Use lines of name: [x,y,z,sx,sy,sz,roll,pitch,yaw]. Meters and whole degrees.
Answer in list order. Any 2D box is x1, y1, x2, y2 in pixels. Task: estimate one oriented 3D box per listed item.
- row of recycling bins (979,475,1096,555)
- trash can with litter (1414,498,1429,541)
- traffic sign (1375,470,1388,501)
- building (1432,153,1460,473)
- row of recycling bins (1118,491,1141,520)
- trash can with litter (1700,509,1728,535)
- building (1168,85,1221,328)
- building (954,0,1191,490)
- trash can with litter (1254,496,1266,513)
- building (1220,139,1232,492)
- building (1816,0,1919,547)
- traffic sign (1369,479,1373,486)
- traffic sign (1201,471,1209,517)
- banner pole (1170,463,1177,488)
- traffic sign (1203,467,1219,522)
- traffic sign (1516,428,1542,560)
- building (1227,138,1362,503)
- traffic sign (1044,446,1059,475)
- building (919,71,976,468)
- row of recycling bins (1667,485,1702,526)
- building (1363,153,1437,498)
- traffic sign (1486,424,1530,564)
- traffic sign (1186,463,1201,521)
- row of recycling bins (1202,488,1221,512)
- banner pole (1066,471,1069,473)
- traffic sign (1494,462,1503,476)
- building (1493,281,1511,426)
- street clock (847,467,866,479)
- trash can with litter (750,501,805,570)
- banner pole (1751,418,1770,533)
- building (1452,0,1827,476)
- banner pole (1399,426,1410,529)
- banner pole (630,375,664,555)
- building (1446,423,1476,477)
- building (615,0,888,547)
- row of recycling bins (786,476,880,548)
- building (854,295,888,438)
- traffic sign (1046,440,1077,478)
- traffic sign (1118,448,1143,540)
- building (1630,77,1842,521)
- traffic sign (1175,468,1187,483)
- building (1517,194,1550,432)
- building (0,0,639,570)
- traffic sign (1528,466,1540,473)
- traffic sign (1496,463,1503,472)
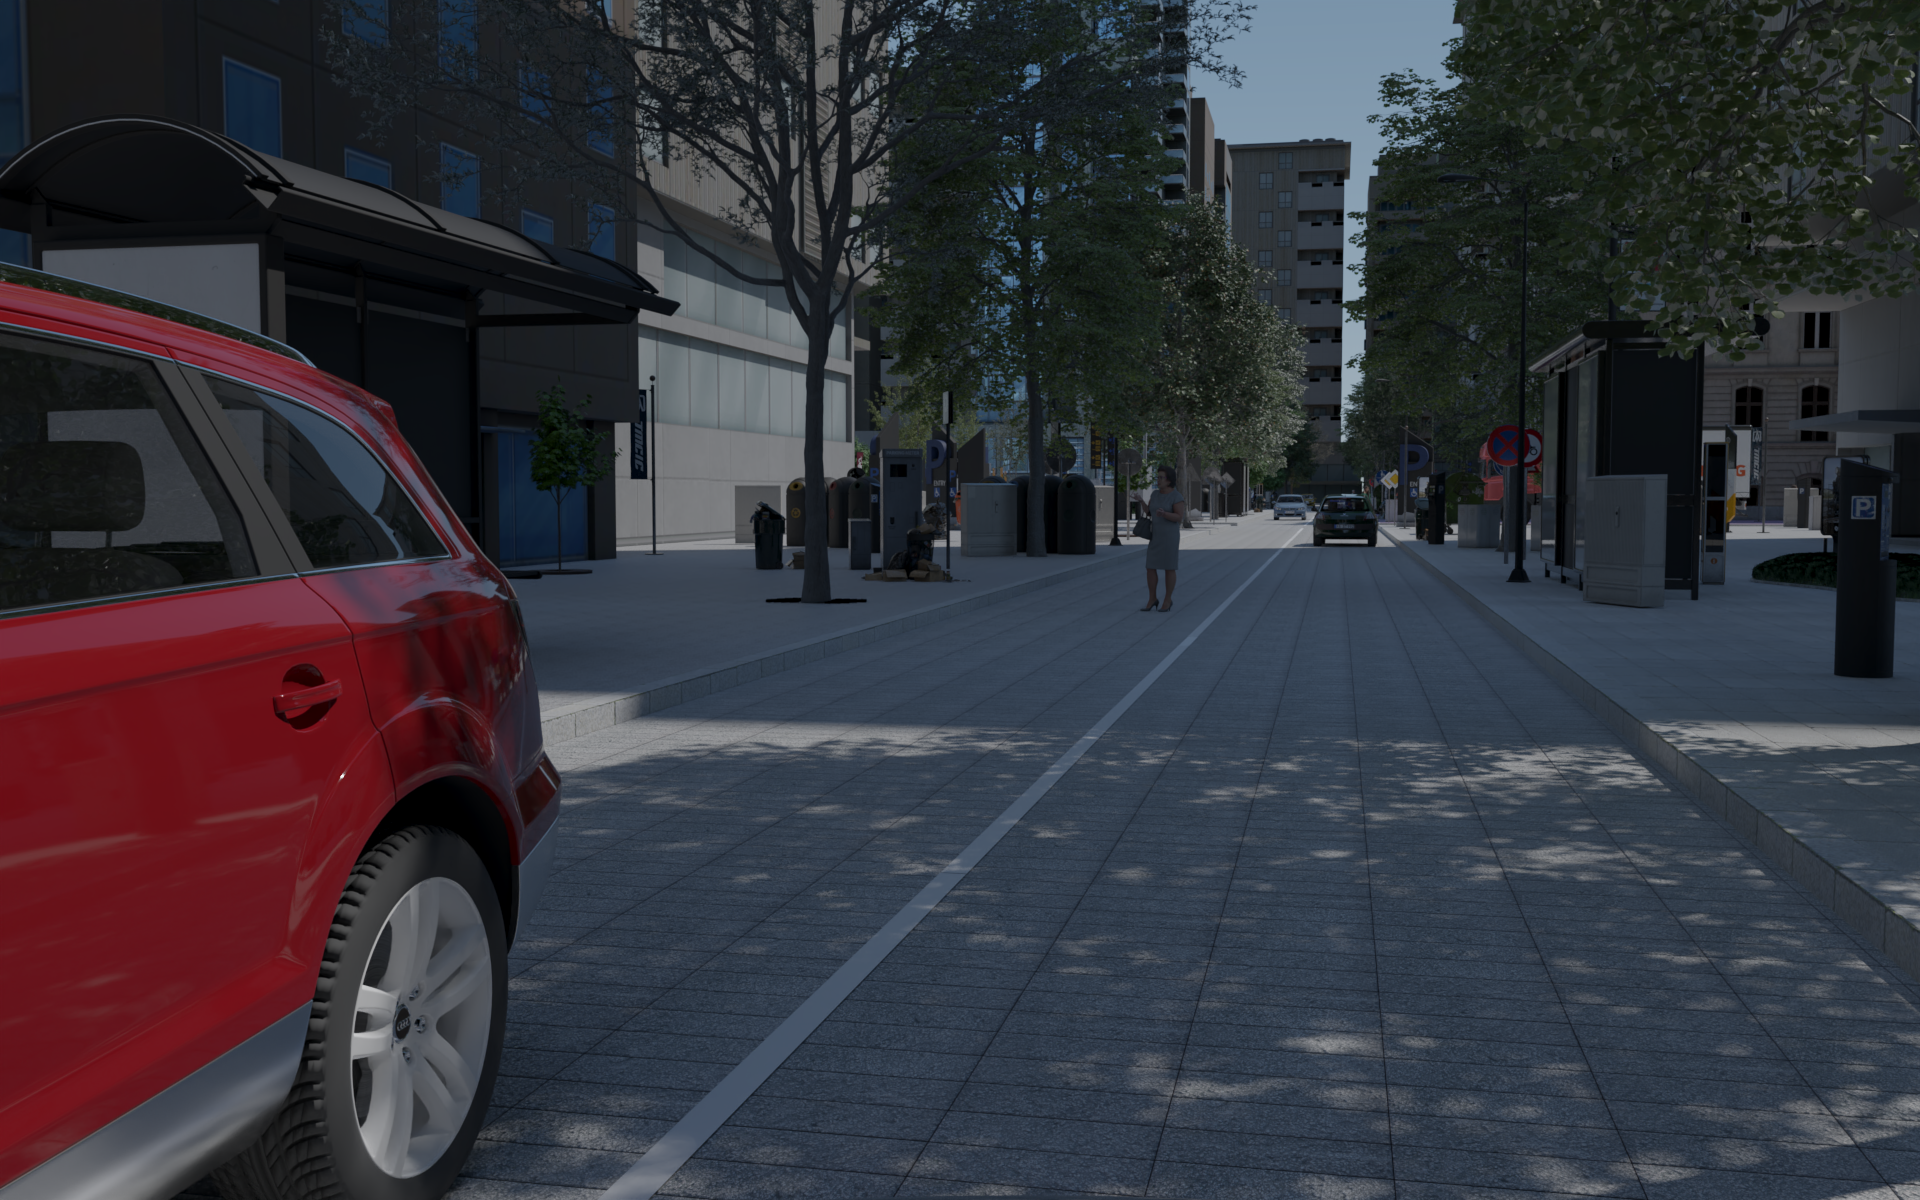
row of recycling bins: [1.644,-1.889,37.994,1.069,1.692,3.534,-3,5,-40]
trash can with litter: [13.034,-2.246,48.106,0.624,1.170,1.055,0,4,-7]
traffic sign: [22.575,-5.651,92.504,0.768,2.556,0.104,1,4,19]
building: [63.537,-31.963,206.193,14.154,41.232,14.086,1,4,12]
row of recycling bins: [7.796,-4.839,86.222,3.534,1.692,1.069,1,4,19]
trash can with litter: [23.243,-2.597,53.856,1.055,1.170,0.624,0,4,6]
building: [20.785,-33.225,193.337,14.600,45.320,14.200,1,4,12]
building: [12.466,-52.485,170.800,22.319,86.520,31.000,1,4,12]
trash can with litter: [20.745,-6.646,120.052,0.624,1.170,1.055,2,4,27]
building: [26.056,-34.576,215.430,14.200,45.320,14.600,1,4,12]
building: [33.895,-27.265,35.014,28.713,52.752,27.495,1,4,12]
traffic sign: [28.761,-7.342,120.145,0.768,2.556,0.104,1,4,21]
traffic sign: [13.693,-6.008,98.231,0.884,2.594,0.081,1,4,17]
banner pole: [10.013,-5.530,80.432,0.863,3.779,0.401,1,4,12]
traffic sign: [11.592,-4.890,80.050,0.768,2.556,0.104,1,4,19]
traffic sign: [10.978,-2.052,33.649,0.768,2.556,0.104,1,4,15]
building: [45.754,-40.835,256.892,27.495,52.752,28.713,1,4,12]
traffic sign: [2.419,-2.788,45.690,0.768,2.556,0.104,1,4,18]
building: [4.079,-38.105,212.251,27.495,52.752,28.713,1,4,12]
row of recycling bins: [23.189,-3.099,57.786,1.069,1.692,3.534,-2,4,-32]
building: [68.854,-38.168,247.745,21.600,48.544,21.300,1,4,12]
traffic sign: [10.031,-1.935,31.738,0.768,2.556,0.104,1,4,16]
traffic sign: [9.566,-4.404,72.003,0.884,2.594,0.081,1,4,20]
row of recycling bins: [17.619,-7.029,122.039,1.069,1.692,3.534,-3,5,-45]
banner pole: [6.206,-6.720,99.885,0.401,3.779,0.863,0,4,-8]
traffic sign: [15.787,-3.052,50.013,0.768,2.556,0.104,1,4,13]
building: [47.751,-19.052,130.588,14.460,24.649,34.723,1,4,12]
street clock: [-2.811,-2.597,47.026,0.471,2.002,0.358,-1,4,-22]
trash can with litter: [-3.037,-1.115,29.610,1.055,1.170,0.624,-1,4,-16]
banner pole: [26.381,-4.105,57.131,0.401,3.779,0.863,-1,4,-17]
building: [61.891,-35.128,163.582,28.713,52.752,27.495,1,4,12]
banner pole: [16.439,-4.520,63.920,0.401,3.779,0.863,1,4,13]
banner pole: [-6.624,-2.838,36.417,0.401,3.779,0.863,3,5,39]
building: [63.387,-45.831,187.592,20.563,71.187,20.611,1,4,12]
building: [-18.123,-28.347,52.710,27.495,52.752,28.713,1,4,12]
row of recycling bins: [-3.009,-2.118,41.747,1.069,1.692,3.534,-3,4,-39]
building: [-20.590,-36.522,220.843,21.600,48.544,21.300,1,4,12]
traffic sign: [2.376,-2.494,40.889,0.768,2.556,0.104,1,4,21]
traffic sign: [4.679,-2.937,48.121,0.768,2.556,0.104,1,4,13]
building: [47.916,-16.362,86.610,34.723,24.649,14.460,1,4,12]
traffic sign: [10.006,-4.869,79.615,0.884,2.594,0.081,1,4,16]
building: [39.132,-15.659,105.173,9.793,20.994,18.267,1,4,12]
building: [-14.642,-23.104,27.855,14.600,45.320,14.200,1,4,12]
traffic sign: [14.348,-2.707,44.264,0.884,2.594,0.081,1,4,20]
traffic sign: [13.781,-2.645,43.349,0.768,2.556,0.104,1,4,20]
